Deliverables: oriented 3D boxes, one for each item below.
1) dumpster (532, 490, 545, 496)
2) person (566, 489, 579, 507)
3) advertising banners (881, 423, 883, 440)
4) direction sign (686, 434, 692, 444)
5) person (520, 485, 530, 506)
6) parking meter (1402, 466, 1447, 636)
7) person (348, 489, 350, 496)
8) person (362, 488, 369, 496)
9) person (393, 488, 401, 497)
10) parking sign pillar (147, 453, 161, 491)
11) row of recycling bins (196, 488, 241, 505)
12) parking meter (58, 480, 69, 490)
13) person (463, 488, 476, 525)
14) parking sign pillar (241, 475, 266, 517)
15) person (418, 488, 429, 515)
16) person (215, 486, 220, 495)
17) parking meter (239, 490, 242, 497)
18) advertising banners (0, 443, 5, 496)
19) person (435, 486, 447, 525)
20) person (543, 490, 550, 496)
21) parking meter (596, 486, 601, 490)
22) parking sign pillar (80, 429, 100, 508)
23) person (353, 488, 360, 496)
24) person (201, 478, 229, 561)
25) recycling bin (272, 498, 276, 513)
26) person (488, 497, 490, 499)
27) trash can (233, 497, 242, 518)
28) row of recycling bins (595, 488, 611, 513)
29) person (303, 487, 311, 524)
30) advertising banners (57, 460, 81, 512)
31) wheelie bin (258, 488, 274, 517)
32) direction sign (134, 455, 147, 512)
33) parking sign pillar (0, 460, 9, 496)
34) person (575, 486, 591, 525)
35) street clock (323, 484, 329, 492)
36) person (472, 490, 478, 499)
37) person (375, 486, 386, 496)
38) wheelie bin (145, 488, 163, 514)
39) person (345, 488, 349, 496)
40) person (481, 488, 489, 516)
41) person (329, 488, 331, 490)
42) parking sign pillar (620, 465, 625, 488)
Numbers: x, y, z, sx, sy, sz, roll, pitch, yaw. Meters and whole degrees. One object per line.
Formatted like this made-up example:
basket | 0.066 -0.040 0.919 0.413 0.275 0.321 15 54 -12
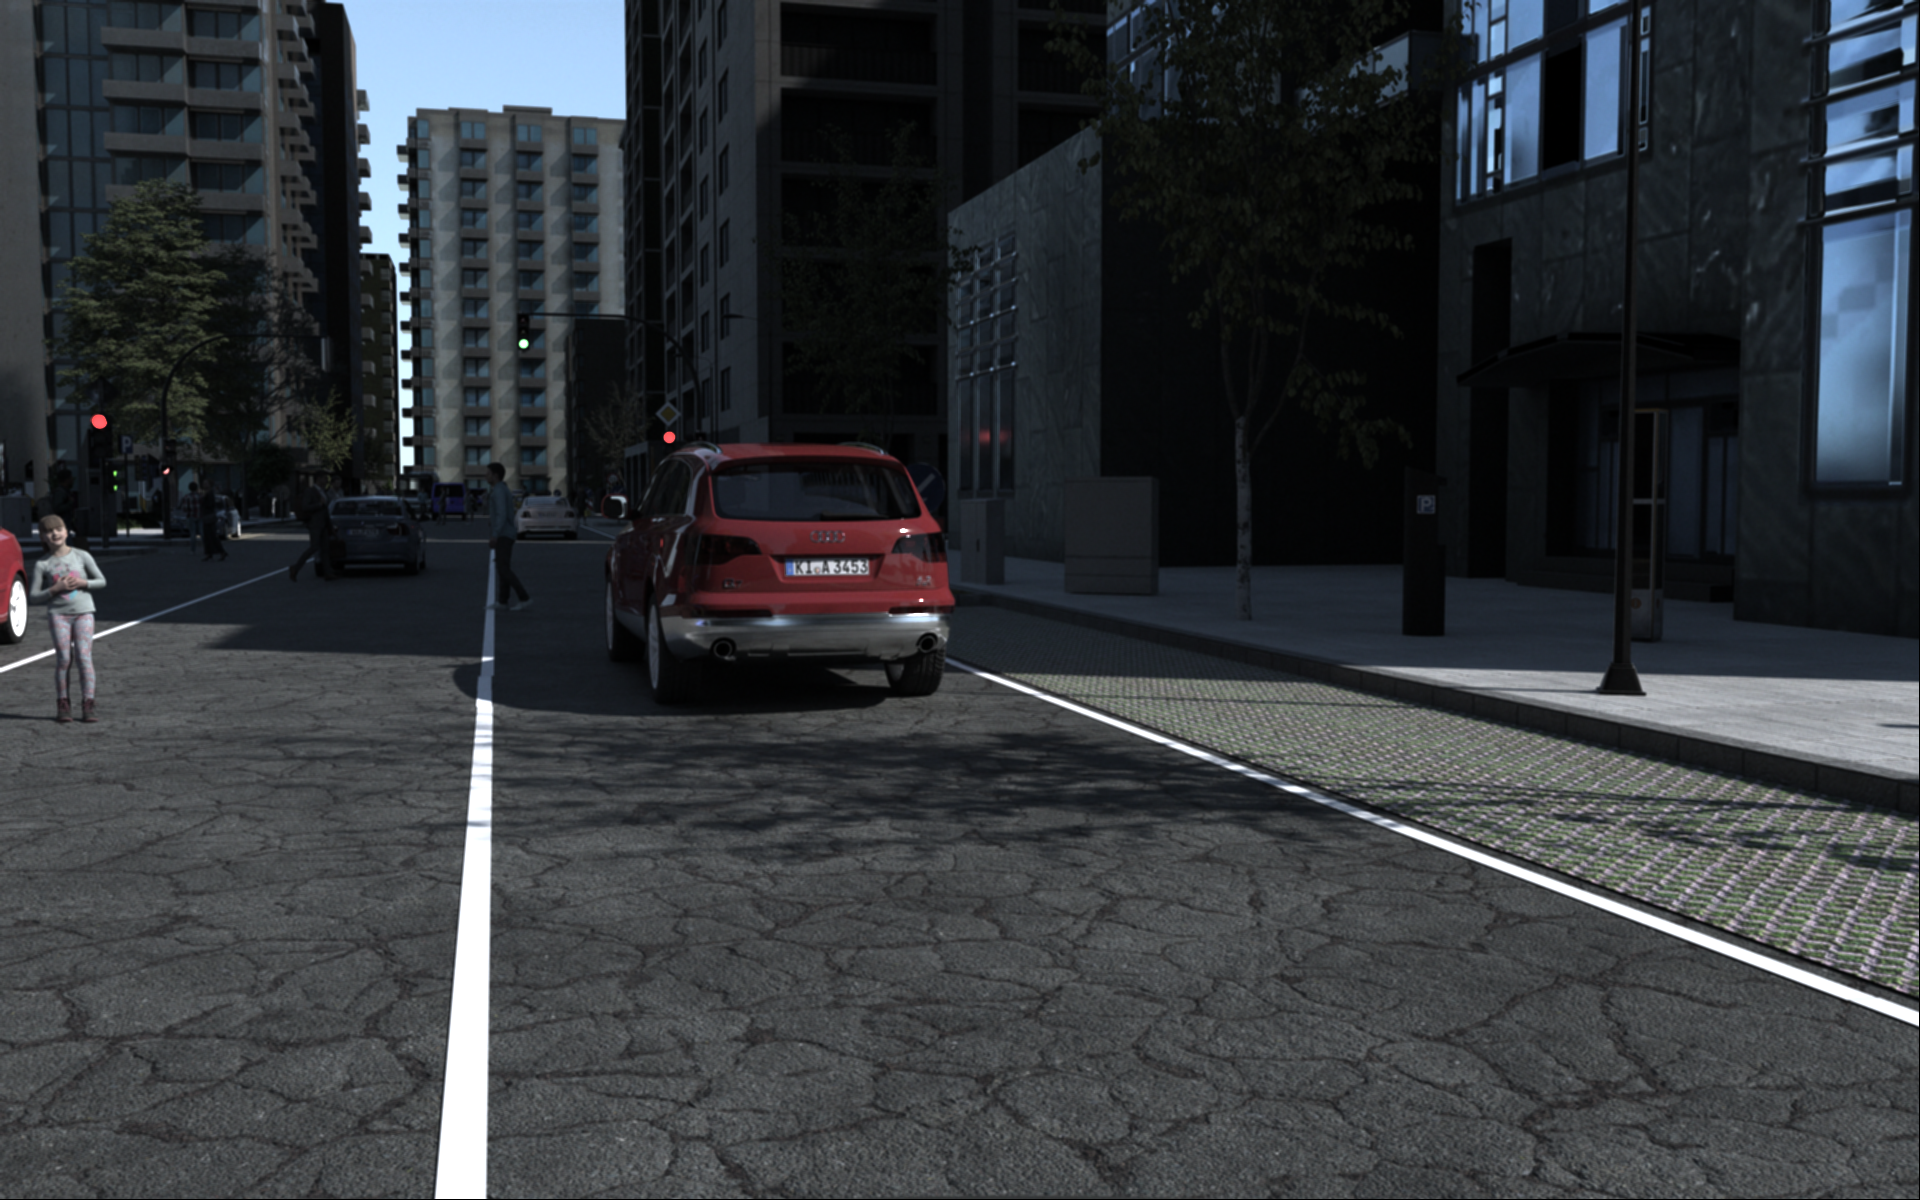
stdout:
dumpster | -45.992 -11.111 189.884 1.865 1.857 1.264 -1 4 -14
person | -37.630 -9.943 168.629 1.348 1.821 0.705 -1 4 -20
advertising banners | -1.863 -2.794 41.876 0.090 3.025 2.074 0 4 -3
direction sign | -10.260 -4.502 65.597 0.379 3.537 0.876 -1 4 -22
person | -20.727 -4.537 82.465 0.755 1.850 0.659 -1 4 -21
parking meter | 4.222 -0.448 15.738 0.372 1.533 0.369 0 3 0
person | -52.117 -8.579 147.126 0.721 1.723 1.217 -2 4 -31
person | -51.671 -8.793 150.261 0.568 1.767 0.683 1 4 20
person | -35.212 -6.077 108.108 0.600 1.795 0.529 3 4 37
parking sign pillar | -52.964 -7.714 114.598 1.447 3.967 1.447 -3 5 -41
row of recycling bins | -50.097 -6.744 117.376 3.534 1.692 1.069 -1 4 -23
parking meter | -38.371 -4.187 74.173 0.399 1.863 0.255 1 4 12
person | -22.939 -4.359 80.770 0.522 1.701 0.512 1 4 12
parking sign pillar | -40.436 -6.767 99.120 1.447 3.967 1.447 -1 4 -12
person | -33.147 -6.018 106.912 0.660 1.820 0.620 -3 5 -44
person | -45.553 -6.088 106.128 0.362 1.759 0.519 -1 4 -17
parking meter | -37.321 -4.998 90.132 0.372 1.533 0.369 0 3 0
advertising banners | -33.661 -3.942 60.632 0.090 3.025 2.074 -3 5 -39
person | -24.008 -4.360 80.052 0.573 1.790 0.520 -1 4 -17
person | -34.939 -8.426 146.714 0.568 1.767 0.683 2 4 28
parking meter | -24.850 -6.936 119.120 0.255 1.863 0.399 -3 4 -36
parking sign pillar | -36.160 -5.110 72.021 1.447 3.967 1.447 -3 5 -40
person | -50.576 -8.485 145.228 0.568 1.767 0.683 0 4 1
person | -16.113 -1.736 37.307 0.576 1.772 0.534 3 5 42
recycling bin | -46.377 -6.337 116.165 0.722 1.027 0.722 1 4 15
person | -39.712 -8.453 147.431 0.721 1.736 1.217 2 4 34
trash can | -37.165 -4.760 89.473 0.748 1.137 0.748 0 3 0
row of recycling bins | -22.771 -6.695 116.567 3.534 1.692 1.069 -1 4 -18
person | -31.520 -4.578 83.618 0.573 1.790 0.520 -3 4 -36
advertising banners | -45.337 -5.655 88.654 0.090 3.025 2.074 1 4 20
wheelie bin | -38.876 -5.451 97.036 0.980 1.594 0.693 0 4 -4
direction sign | -47.637 -6.653 100.772 0.876 3.537 0.379 1 4 21
parking sign pillar | -54.698 -6.760 98.997 1.447 3.967 1.447 -2 4 -32
person | -17.402 -4.310 79.183 0.699 1.804 1.509 -2 4 -32
street clock | -43.028 -6.907 117.500 0.471 2.002 0.358 1 4 20
person | -45.169 -9.345 161.250 0.705 1.831 1.348 0 4 8
person | -31.393 -5.231 93.829 0.655 1.846 0.447 0 4 -4
wheelie bin | -39.929 -4.771 85.907 0.980 1.594 0.693 3 4 37
person | -47.671 -7.822 134.450 0.721 1.766 1.217 -1 4 -18
person | -31.177 -6.418 113.620 0.511 1.800 0.466 1 4 11
person | -34.974 -5.358 96.519 0.534 1.772 0.576 -2 4 -29
parking sign pillar | -23.262 -8.161 121.896 1.447 3.967 1.447 0 4 -7
